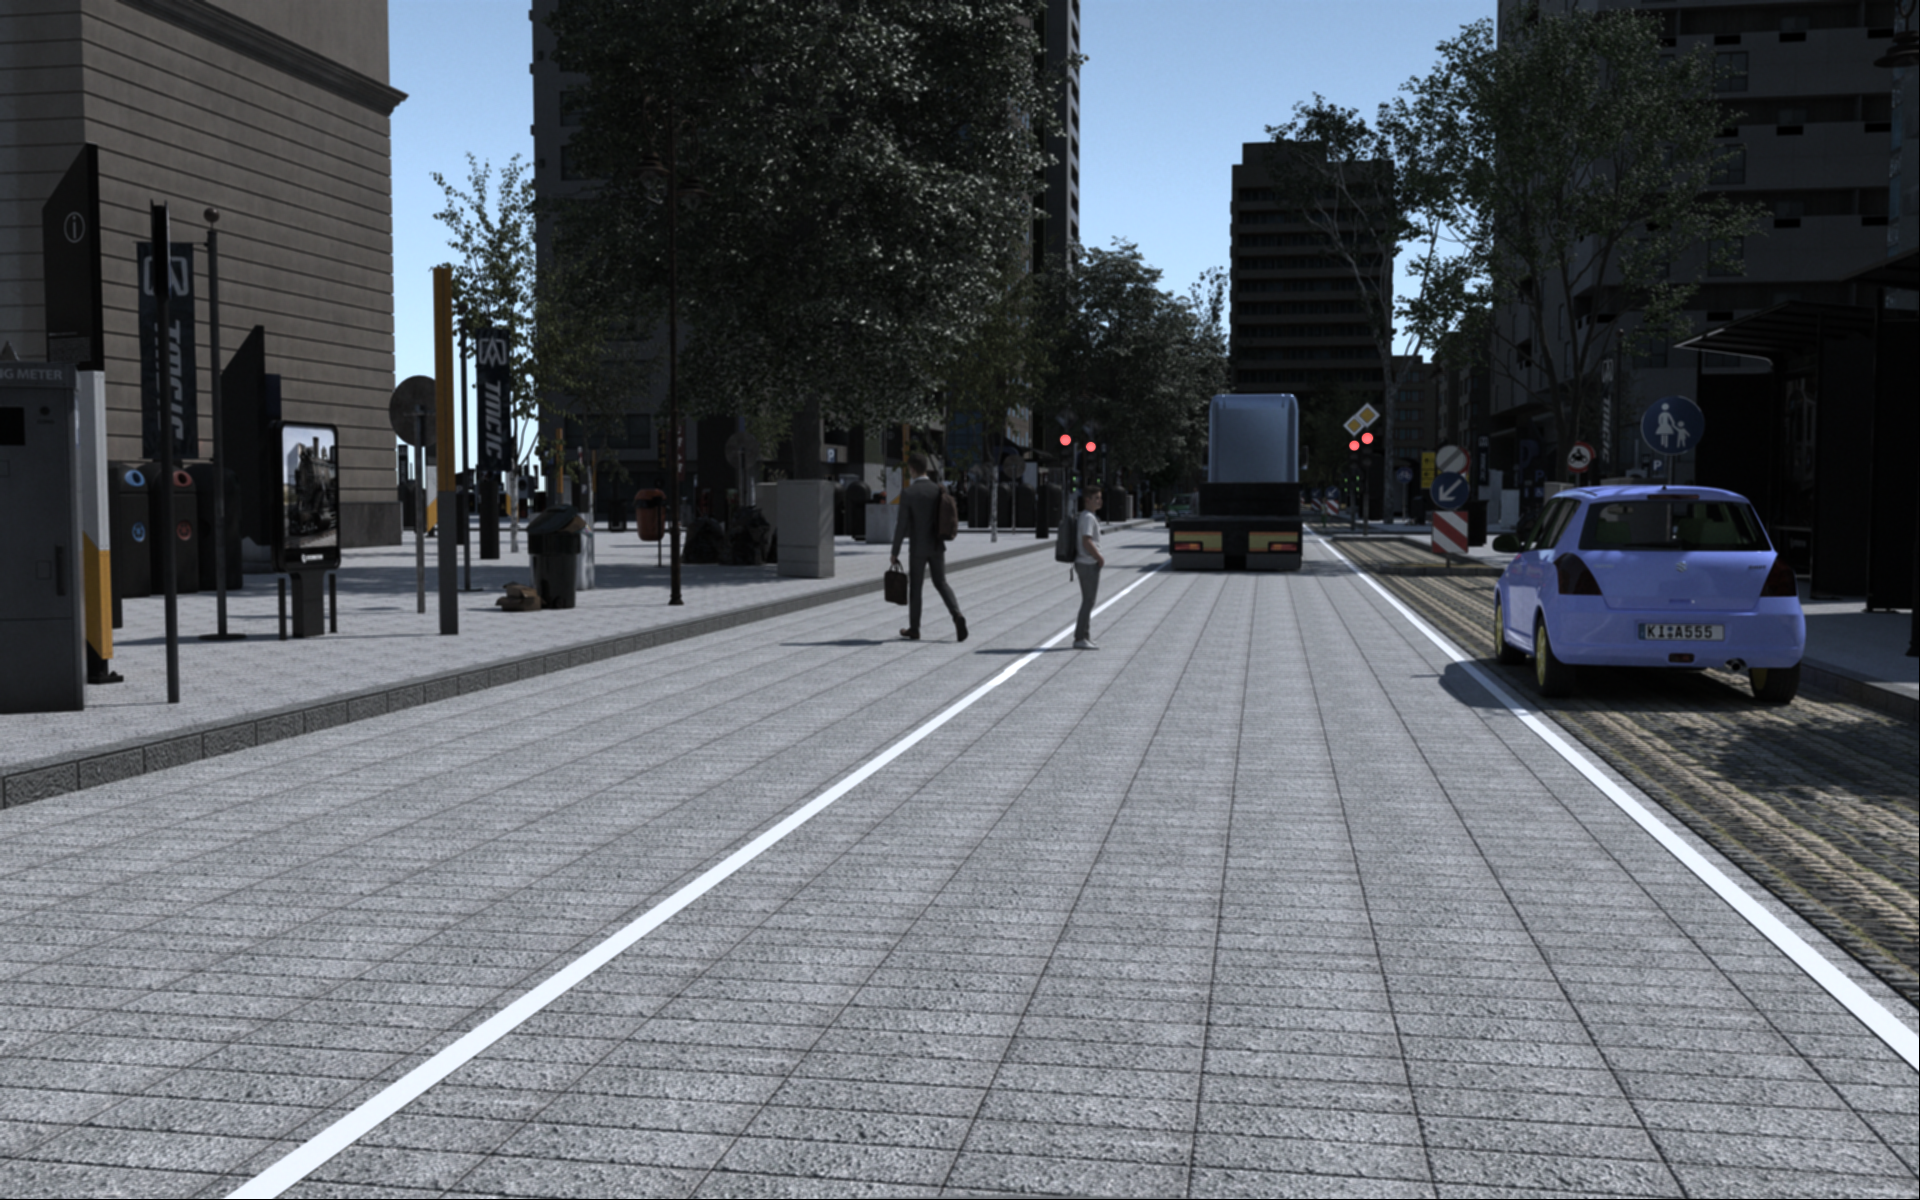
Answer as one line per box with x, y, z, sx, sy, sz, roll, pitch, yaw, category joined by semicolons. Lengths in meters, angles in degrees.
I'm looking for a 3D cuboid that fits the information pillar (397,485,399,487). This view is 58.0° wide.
-43.726;-7.995;135.208;0.304;2.012;0.304;-2;4;-25;information pillar

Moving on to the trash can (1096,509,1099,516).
8.112;-5.392;99.810;0.748;1.137;0.748;0;3;0;trash can

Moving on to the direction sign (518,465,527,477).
-33.768;-8.680;133.916;0.379;3.537;0.876;3;5;44;direction sign

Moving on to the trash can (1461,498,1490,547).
12.610;-1.886;42.482;0.748;1.137;0.748;0;3;0;trash can

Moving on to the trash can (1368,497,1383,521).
21.956;-4.873;91.319;0.748;1.137;0.748;0;3;0;trash can

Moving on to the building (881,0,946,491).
-13.400;-30.420;121.063;21.300;48.544;21.600;1;4;10;building

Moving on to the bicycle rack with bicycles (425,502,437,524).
-23.118;-3.742;74.568;2.852;0.926;2.925;0;4;3;bicycle rack with bicycles

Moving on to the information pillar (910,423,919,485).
-1.557;-3.983;56.477;0.504;3.616;0.183;-2;4;-26;information pillar

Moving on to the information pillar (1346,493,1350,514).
24.808;-6.488;110.572;0.304;2.012;0.304;0;4;3;information pillar

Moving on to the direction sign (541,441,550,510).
-17.864;-5.057;74.686;0.379;3.537;0.876;-3;4;-38;direction sign

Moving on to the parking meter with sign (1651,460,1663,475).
35.428;-5.662;88.831;0.543;3.016;1.738;0;4;2;parking meter with sign

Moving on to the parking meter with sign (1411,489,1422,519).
24.093;-5.673;89.011;1.738;3.016;0.543;2;4;33;parking meter with sign

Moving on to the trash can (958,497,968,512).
0.182;-4.695;88.421;0.748;1.137;0.748;0;3;0;trash can

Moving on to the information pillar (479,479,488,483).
-22.679;-4.772;82.521;0.304;2.012;0.304;-3;5;-44;information pillar

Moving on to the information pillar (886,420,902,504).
-2.023;-3.745;52.592;0.504;3.616;0.183;0;4;3;information pillar

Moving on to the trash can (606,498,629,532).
-11.494;-2.841;58.103;0.748;1.137;0.748;0;3;0;trash can

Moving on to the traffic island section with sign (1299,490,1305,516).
22.979;-6.351;112.461;1.989;1.847;2.006;1;4;10;traffic island section with sign

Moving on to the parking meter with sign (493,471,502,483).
-27.769;-6.510;102.699;0.543;3.016;1.738;1;4;9;parking meter with sign

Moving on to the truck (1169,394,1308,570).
6.808;-3.132;40.966;2.967;4.110;18.799;1;4;11;truck

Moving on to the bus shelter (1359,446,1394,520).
20.884;-5.884;87.483;1.731;3.624;6.357;1;4;10;bus shelter

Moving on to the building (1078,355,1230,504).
24.016;-24.664;248.297;28.899;21.520;27.650;1;4;10;building

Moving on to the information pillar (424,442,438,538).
-15.534;-3.647;50.988;0.183;3.616;0.504;2;4;34;information pillar

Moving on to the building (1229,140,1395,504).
48.372;-37.707;240.218;21.600;48.544;21.300;1;4;10;building

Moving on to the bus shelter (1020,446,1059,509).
2.981;-4.995;75.586;2.014;3.302;5.546;1;4;10;bus shelter

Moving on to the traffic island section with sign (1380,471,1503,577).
8.549;-1.363;30.911;1.989;1.847;2.006;1;4;10;traffic island section with sign

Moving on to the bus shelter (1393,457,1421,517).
24.464;-6.250;96.119;2.014;3.302;5.546;1;4;10;bus shelter

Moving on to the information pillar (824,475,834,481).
-5.124;-3.868;67.731;0.304;2.012;0.304;-2;4;-24;information pillar

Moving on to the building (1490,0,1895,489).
60.971;-34.138;147.396;28.713;52.752;27.495;1;4;10;building

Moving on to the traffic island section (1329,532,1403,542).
12.491;-1.895;53.262;2.009;0.180;2.903;1;4;10;traffic island section

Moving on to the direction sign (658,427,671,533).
-9.644;-4.001;57.412;0.876;3.537;0.379;2;4;29;direction sign

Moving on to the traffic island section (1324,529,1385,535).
13.883;-2.376;61.125;2.009;0.180;2.903;1;4;10;traffic island section

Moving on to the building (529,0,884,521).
-12.203;-19.313;87.465;14.160;30.474;14.107;1;4;10;building

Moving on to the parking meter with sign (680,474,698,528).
-9.819;-4.283;66.286;1.738;3.016;0.543;-2;4;-25;parking meter with sign

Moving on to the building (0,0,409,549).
-26.868;-14.787;39.028;25.104;27.353;12.463;1;4;10;building

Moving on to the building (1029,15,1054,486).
-1.653;-44.399;164.175;20.563;71.187;20.611;1;4;10;building

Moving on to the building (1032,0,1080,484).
-1.270;-39.727;191.543;28.212;58.520;21.231;1;4;10;building

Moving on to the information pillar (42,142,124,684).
-5.979;-1.247;11.748;0.504;3.616;0.183;2;4;26;information pillar

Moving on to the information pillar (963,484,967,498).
0.365;-7.400;125.484;0.304;2.012;0.304;1;4;9;information pillar

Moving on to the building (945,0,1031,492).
-1.869;-30.376;146.750;14.600;45.320;14.200;1;4;10;building

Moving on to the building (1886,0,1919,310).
95.912;-33.874;173.455;30.456;49.044;23.786;1;4;10;building

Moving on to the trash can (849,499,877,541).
-2.658;-2.188;47.426;0.748;1.137;0.748;0;3;0;trash can

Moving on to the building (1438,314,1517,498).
64.496;-20.265;176.371;27.650;21.520;28.899;1;4;10;building

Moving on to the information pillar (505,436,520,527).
-17.214;-4.600;66.566;0.504;3.616;0.183;-3;4;-38;information pillar

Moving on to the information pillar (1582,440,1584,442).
26.777;-5.095;74.652;0.183;3.616;0.504;1;4;9;information pillar

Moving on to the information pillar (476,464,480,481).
-37.190;-8.719;133.914;0.504;3.616;0.183;0;4;6;information pillar

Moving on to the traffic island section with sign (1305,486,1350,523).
18.195;-4.692;85.345;1.989;1.847;2.006;1;4;10;traffic island section with sign

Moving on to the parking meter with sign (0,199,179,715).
-5.589;-0.854;10.221;1.738;3.016;0.543;-1;4;-23;parking meter with sign

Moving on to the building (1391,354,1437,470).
73.851;-24.165;240.130;28.899;21.520;27.650;1;4;10;building

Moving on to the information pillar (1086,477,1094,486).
5.462;-4.187;72.948;0.304;2.012;0.304;1;4;9;information pillar

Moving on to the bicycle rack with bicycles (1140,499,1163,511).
14.087;-6.899;126.175;2.852;0.926;2.925;2;4;29;bicycle rack with bicycles

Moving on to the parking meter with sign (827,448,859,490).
-4.253;-4.313;66.781;1.738;3.016;0.543;-3;5;-39;parking meter with sign
